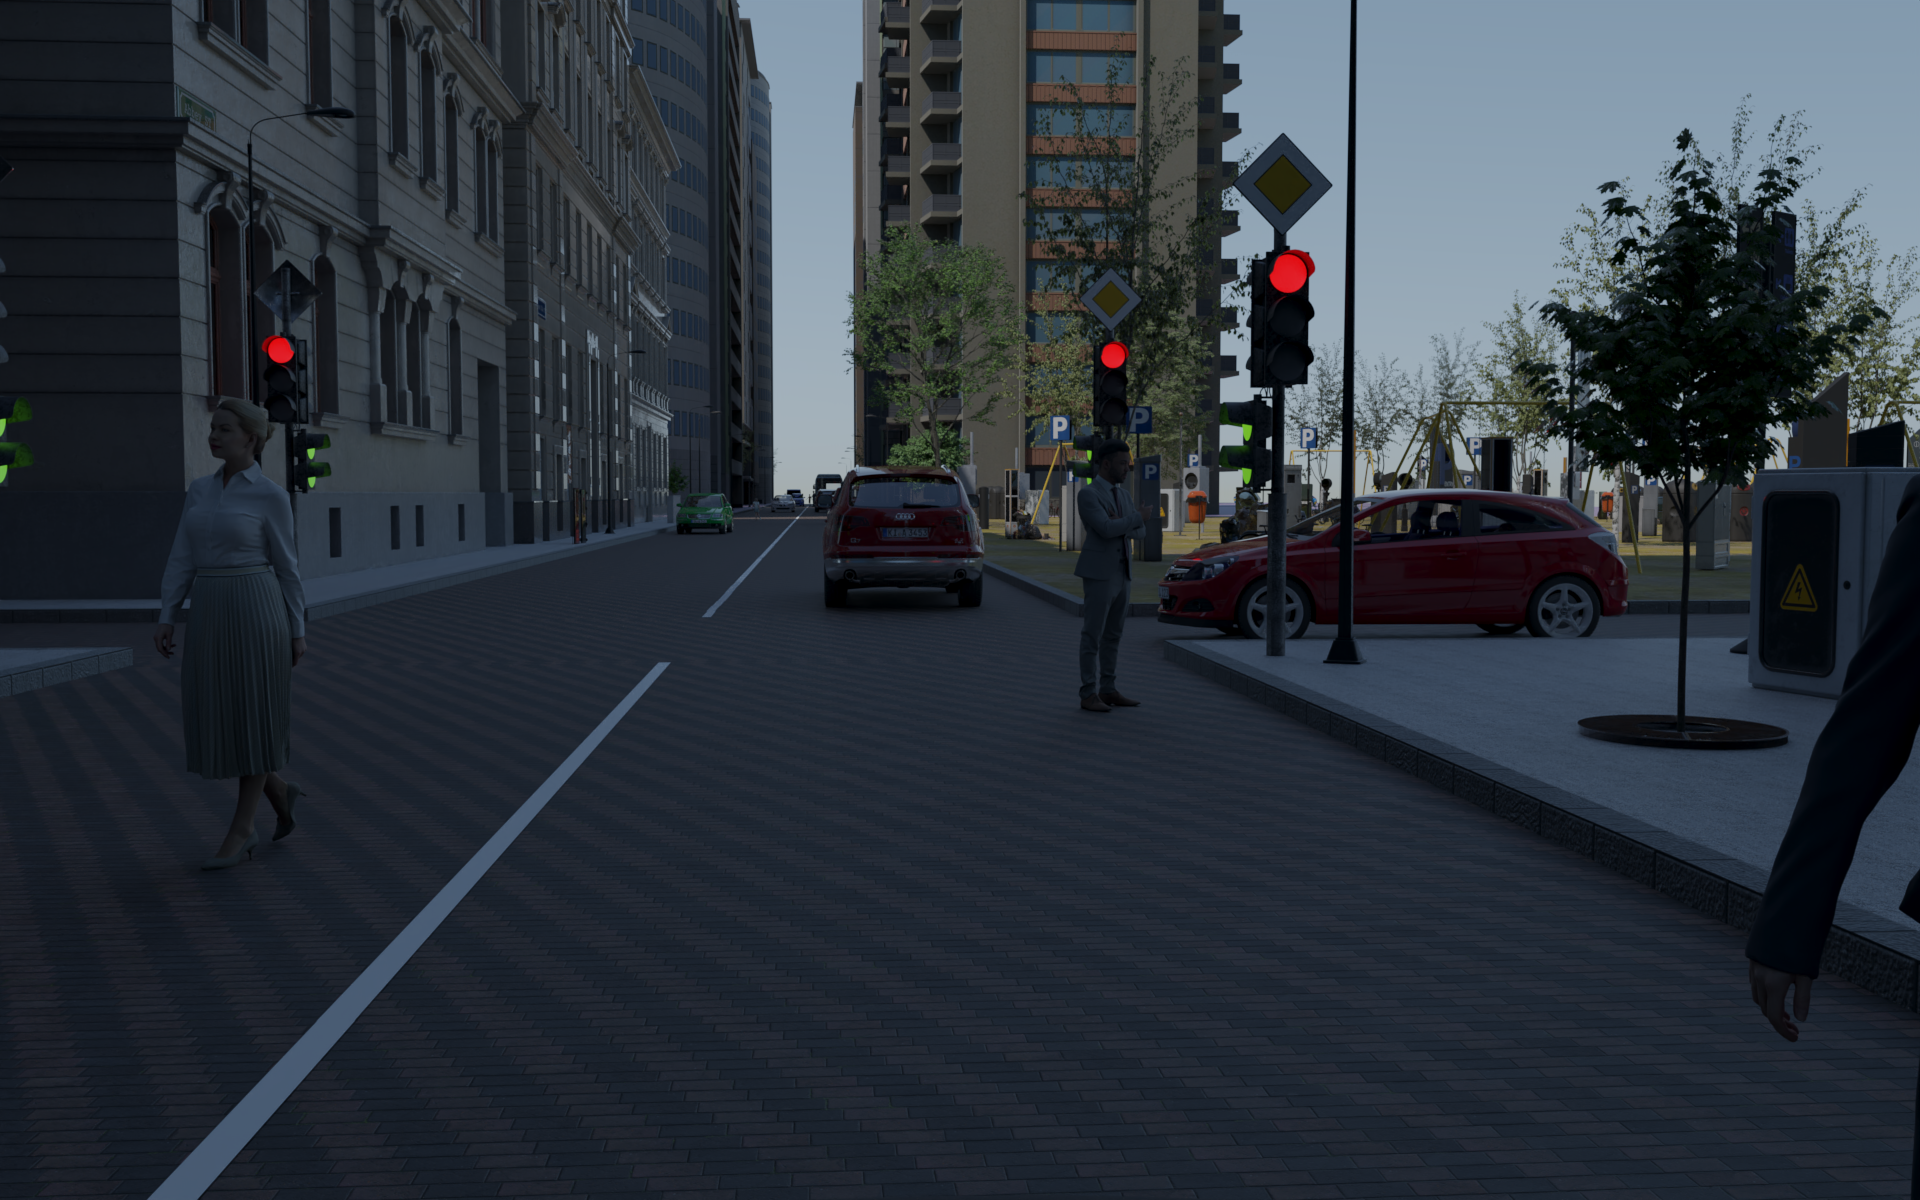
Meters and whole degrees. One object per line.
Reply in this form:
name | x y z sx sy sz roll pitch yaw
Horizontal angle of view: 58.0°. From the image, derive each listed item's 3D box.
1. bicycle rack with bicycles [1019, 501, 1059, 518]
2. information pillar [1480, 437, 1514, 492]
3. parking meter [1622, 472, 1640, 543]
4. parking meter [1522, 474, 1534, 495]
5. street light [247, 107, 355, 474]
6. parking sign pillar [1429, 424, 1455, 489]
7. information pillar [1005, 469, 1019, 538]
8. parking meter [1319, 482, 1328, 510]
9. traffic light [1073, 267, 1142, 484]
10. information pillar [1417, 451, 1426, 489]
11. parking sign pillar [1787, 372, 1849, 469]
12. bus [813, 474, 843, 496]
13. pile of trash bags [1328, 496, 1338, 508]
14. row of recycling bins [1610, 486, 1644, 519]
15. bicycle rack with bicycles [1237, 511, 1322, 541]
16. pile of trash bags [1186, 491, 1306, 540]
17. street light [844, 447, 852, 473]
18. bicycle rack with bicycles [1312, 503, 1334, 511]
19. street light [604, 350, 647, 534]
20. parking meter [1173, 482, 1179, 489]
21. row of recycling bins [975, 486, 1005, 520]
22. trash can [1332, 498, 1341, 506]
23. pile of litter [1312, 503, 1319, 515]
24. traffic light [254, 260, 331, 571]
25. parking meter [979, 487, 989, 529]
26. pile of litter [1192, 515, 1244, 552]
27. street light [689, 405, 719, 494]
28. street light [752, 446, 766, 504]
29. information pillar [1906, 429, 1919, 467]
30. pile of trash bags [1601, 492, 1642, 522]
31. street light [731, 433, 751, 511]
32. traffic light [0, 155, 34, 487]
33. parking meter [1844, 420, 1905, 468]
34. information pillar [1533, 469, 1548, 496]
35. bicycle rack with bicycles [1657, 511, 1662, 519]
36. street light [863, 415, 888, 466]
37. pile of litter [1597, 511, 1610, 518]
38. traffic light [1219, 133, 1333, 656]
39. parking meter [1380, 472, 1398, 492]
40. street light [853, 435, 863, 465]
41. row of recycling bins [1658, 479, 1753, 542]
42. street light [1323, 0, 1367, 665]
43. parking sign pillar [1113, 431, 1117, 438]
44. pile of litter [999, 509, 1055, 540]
bicycle rack with bicycles | 3.933 -4.910 93.662 2.852 0.926 2.925 -2 4 -27
information pillar | 6.903 -1.090 22.314 0.304 2.012 0.304 -1 4 -9
parking meter | 17.670 -2.440 45.605 0.399 1.863 0.255 -1 4 -21
parking meter | 16.790 -2.784 51.234 0.255 1.863 0.399 2 4 32
street light | -7.959 -2.958 20.910 1.470 5.913 1.316 0 4 -5
parking sign pillar | 18.584 -4.787 66.735 1.447 3.967 1.447 3 5 44
information pillar | 1.530 -2.851 51.099 0.304 2.012 0.304 -2 4 -31
parking meter | 18.245 -4.964 86.864 0.399 1.863 0.255 0 4 -4
traffic light | 1.844 -1.999 21.611 0.839 4.253 0.868 0 4 -5
information pillar | 25.295 -6.342 95.038 0.504 3.616 0.183 0 4 5
parking sign pillar | 18.900 -3.042 38.205 1.447 3.967 1.447 -1 4 -21
bus | -12.514 -10.386 164.672 2.948 3.499 13.247 0 4 -5
pile of trash bags | 21.357 -5.145 93.868 3.447 1.369 1.912 1 4 12
row of recycling bins | 34.764 -4.930 87.717 3.534 1.692 1.069 2 4 32
bicycle rack with bicycles | 6.146 -1.046 30.491 2.925 0.926 2.852 0 4 2
pile of trash bags | 8.106 -2.406 49.097 3.447 1.369 1.912 0 4 -6
street light | -10.603 -12.249 172.805 1.470 5.913 1.316 0 4 -5
bicycle rack with bicycles | 15.842 -3.644 72.956 2.925 0.926 2.852 -2 4 -33
street light | -10.784 -5.095 55.840 1.470 5.913 1.316 0 4 -5
parking meter | 10.220 -4.640 81.569 0.399 1.863 0.255 2 4 25
row of recycling bins | 1.810 -4.981 88.558 1.069 1.692 3.534 -2 4 -27
trash can | 12.917 -2.863 58.467 0.748 1.137 0.748 0 3 0
pile of litter | 20.489 -5.152 98.206 1.719 0.858 1.176 3 4 39
traffic light | -8.033 -1.950 20.796 0.839 4.253 0.868 0 4 -5
parking meter | 0.873 -3.343 63.072 0.372 1.533 0.369 0 3 0
pile of litter | 5.269 -1.313 35.440 1.176 0.858 1.719 2 4 35
street light | -13.587 -7.231 90.772 1.470 5.913 1.316 0 4 -5
street light | -19.849 -11.941 167.770 1.470 5.913 1.316 0 4 -5
information pillar | 34.140 -4.324 62.058 0.504 3.616 0.183 0 4 -8
pile of trash bags | 30.589 -4.161 77.789 3.447 1.369 1.912 2 4 25
street light | -16.909 -9.766 132.217 1.470 5.913 1.316 0 4 -5
traffic light | -7.387 -1.463 12.837 0.839 4.253 0.868 0 4 -5
parking meter | 7.274 -0.497 13.832 0.399 1.863 0.255 1 4 13
information pillar | 17.257 -2.876 51.517 0.304 2.012 0.304 -3 4 -38
bicycle rack with bicycles | 27.868 -3.242 66.390 2.852 0.926 2.925 0 4 -8
street light | -4.801 -7.904 101.768 1.470 5.913 1.316 0 4 -5
pile of litter | 34.324 -4.749 91.616 1.719 0.858 1.176 -3 5 -43
traffic light | 2.490 -1.513 13.652 0.839 4.253 0.868 0 4 -5
parking meter | 11.278 -2.437 45.557 0.255 1.863 0.399 -3 4 -37
street light | -7.606 -10.071 137.209 1.470 5.913 1.316 0 4 -5
row of recycling bins | 20.531 -2.422 46.709 3.534 1.692 1.069 -1 4 -15
street light | 2.391 -2.473 12.973 1.470 5.913 1.316 0 4 -5
parking sign pillar | 6.141 -5.204 73.553 1.447 3.967 1.447 -3 4 -37
pile of litter | 1.914 -2.154 49.184 1.176 0.858 1.719 -3 5 -39
